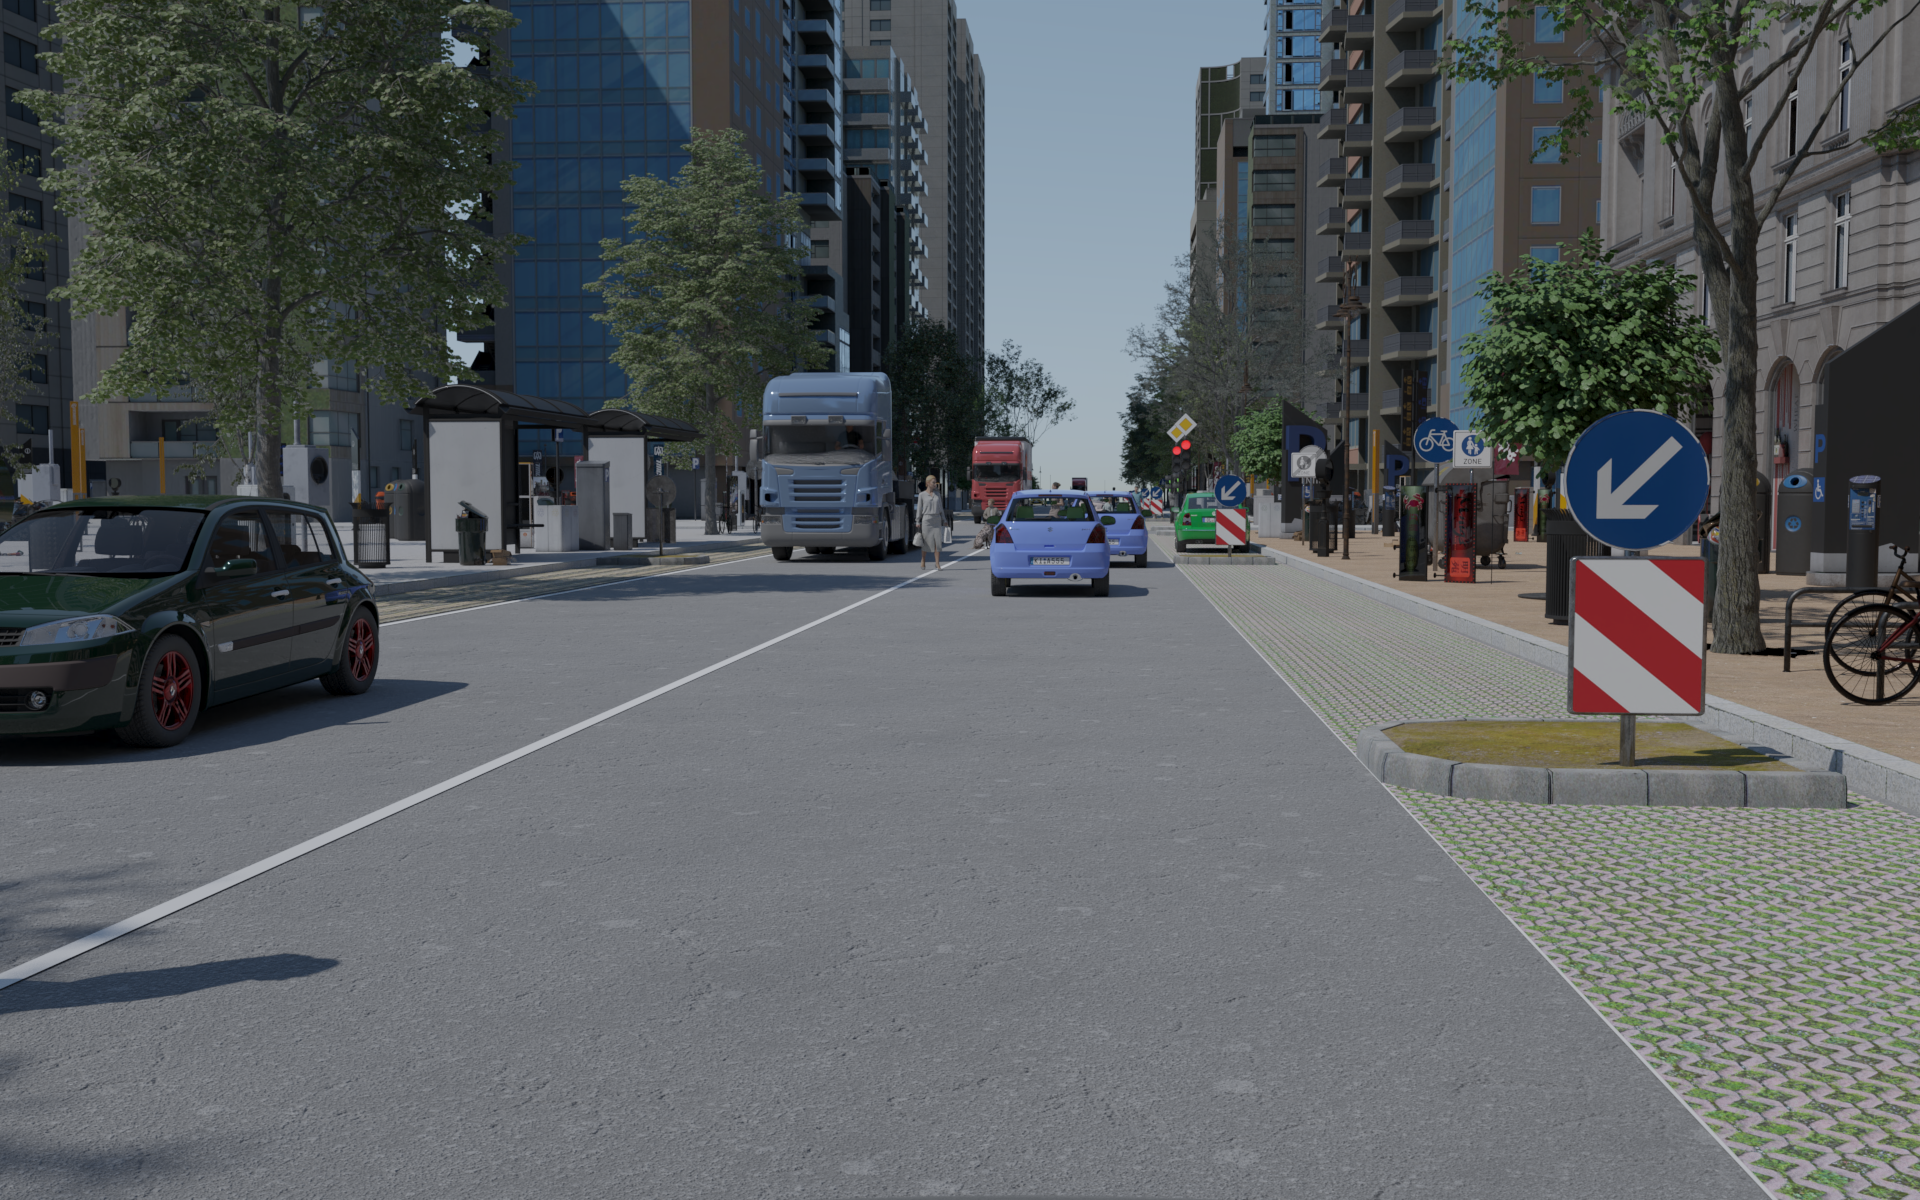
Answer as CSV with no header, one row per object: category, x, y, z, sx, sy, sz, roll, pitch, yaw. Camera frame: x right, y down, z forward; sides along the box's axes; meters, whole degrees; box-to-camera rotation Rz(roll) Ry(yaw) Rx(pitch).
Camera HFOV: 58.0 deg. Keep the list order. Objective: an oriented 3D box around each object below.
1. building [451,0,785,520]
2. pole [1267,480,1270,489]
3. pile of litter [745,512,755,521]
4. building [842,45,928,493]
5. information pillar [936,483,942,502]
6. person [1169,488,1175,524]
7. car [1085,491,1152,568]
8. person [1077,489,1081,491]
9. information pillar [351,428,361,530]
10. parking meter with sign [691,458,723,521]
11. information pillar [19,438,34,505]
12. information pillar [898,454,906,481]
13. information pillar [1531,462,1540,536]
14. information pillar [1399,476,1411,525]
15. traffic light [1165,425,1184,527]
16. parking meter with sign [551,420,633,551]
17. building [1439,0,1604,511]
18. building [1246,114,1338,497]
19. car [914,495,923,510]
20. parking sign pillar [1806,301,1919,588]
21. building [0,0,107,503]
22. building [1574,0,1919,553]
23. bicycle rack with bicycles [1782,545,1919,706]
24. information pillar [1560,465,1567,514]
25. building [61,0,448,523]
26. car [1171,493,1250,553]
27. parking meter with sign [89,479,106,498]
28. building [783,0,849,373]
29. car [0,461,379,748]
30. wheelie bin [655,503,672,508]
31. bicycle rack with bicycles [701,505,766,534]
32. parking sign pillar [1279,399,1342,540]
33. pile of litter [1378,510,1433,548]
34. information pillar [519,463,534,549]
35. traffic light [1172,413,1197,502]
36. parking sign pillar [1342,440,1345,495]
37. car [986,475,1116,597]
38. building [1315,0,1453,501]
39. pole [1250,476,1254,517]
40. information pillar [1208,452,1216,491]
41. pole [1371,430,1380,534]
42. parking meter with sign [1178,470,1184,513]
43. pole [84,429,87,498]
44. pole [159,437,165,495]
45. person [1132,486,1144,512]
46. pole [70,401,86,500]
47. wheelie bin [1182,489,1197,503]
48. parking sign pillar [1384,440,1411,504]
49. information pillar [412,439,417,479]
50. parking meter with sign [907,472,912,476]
building,-17.549,-27.045,92.298,14.600,45.320,14.200,0,4,5
pole,21.432,-7.743,120.441,0.158,3.312,0.155,0,3,0
pile of litter,-10.552,-4.318,84.566,1.176,0.858,1.719,-2,4,-30
building,-15.408,-34.845,189.326,23.786,49.044,30.456,0,4,5
information pillar,-1.414,-6.859,116.644,0.304,2.012,0.304,3,5,44
person,10.303,-4.583,83.617,0.473,1.802,0.592,1,4,10
car,2.924,-1.554,35.006,1.945,1.707,3.694,0,4,5
person,9.293,-7.743,135.075,0.580,1.828,0.573,3,5,42
information pillar,-21.333,-4.270,61.174,0.504,3.616,0.183,3,5,44
parking meter with sign,-11.983,-5.282,82.614,1.738,3.016,0.543,2,4,31
information pillar,-38.738,-4.927,71.908,0.504,3.616,0.183,-1,4,-11
information pillar,-3.378,-6.709,101.039,0.504,3.616,0.183,0,4,-7
information pillar,17.580,-3.756,52.771,0.183,3.616,0.504,0,4,7
information pillar,18.231,-4.066,70.977,0.304,2.012,0.304,-2,4,-30
traffic light,8.494,-4.845,68.140,0.839,4.253,0.868,0,4,5
parking meter with sign,-8.346,-2.639,39.403,1.738,3.016,0.543,0,4,7
building,30.684,-26.231,78.987,14.200,45.320,14.600,0,4,5
building,29.206,-22.197,134.620,14.160,30.474,14.107,0,4,5
car,-2.043,-4.267,81.761,2.014,1.417,4.499,0,4,5
parking sign pillar,12.683,-2.186,24.206,1.447,3.967,1.447,0,4,3
building,-59.064,-39.806,89.082,20.611,71.187,20.563,0,4,5
building,23.563,-12.032,38.516,13.314,21.916,24.055,0,4,5
bicycle rack with bicycles,6.843,0.127,11.311,2.925,0.926,2.852,1,4,9
information pillar,24.469,-4.796,69.774,0.504,3.616,0.183,2,4,30
building,-34.182,-24.459,83.493,14.086,41.232,14.154,0,4,5
car,6.290,-2.117,43.405,1.959,1.807,4.718,0,4,6
parking meter with sign,-44.954,-5.756,90.363,1.738,3.016,0.543,-3,5,-44
building,-19.300,-49.491,121.845,22.319,86.520,31.000,0,4,5
car,-5.208,-0.078,11.063,2.009,1.686,4.222,0,4,4
wheelie bin,-14.022,-4.518,81.777,0.980,1.594,0.693,1,4,17
bicycle rack with bicycles,-7.205,-2.632,56.414,2.852,0.926,2.925,0,4,0
parking sign pillar,9.839,-3.719,49.285,1.447,3.967,1.447,0,4,-6
pile of litter,10.901,-1.688,41.559,1.176,0.858,1.719,-1,4,-15
information pillar,-10.192,-2.213,40.680,0.304,2.012,0.304,0,4,-1
traffic light,7.810,-4.359,60.184,0.839,4.253,0.868,0,4,5
parking sign pillar,18.406,-5.929,85.410,1.447,3.967,1.447,-3,5,-41
car,1.338,-0.976,25.555,1.945,1.707,3.694,0,4,3
building,33.174,-27.437,103.224,22.147,44.769,28.867,0,4,5
pole,16.456,-6.341,97.514,0.158,3.312,0.155,0,3,0
information pillar,13.799,-6.343,95.061,0.504,3.616,0.183,-1,4,-22
pole,13.198,-3.740,54.987,0.158,3.312,0.155,0,3,0
parking meter with sign,13.812,-6.918,109.373,0.543,3.016,1.738,0,4,2
pole,-27.303,-3.673,53.903,0.158,3.312,0.155,0,3,0
pole,-28.742,-4.195,62.438,0.158,3.312,0.155,0,3,0
person,8.659,-4.647,84.499,0.660,1.820,0.620,0,4,3
pole,-19.521,-2.717,38.268,0.158,3.312,0.155,0,3,0
wheelie bin,18.069,-7.949,137.879,0.693,1.594,0.980,-2,4,-28
parking sign pillar,21.692,-5.955,85.841,1.447,3.967,1.447,-1,4,-10
information pillar,-23.184,-5.036,73.689,0.183,3.616,0.504,-2,4,-32
parking meter with sign,-3.987,-8.533,135.769,0.543,3.016,1.738,-1,4,-11
